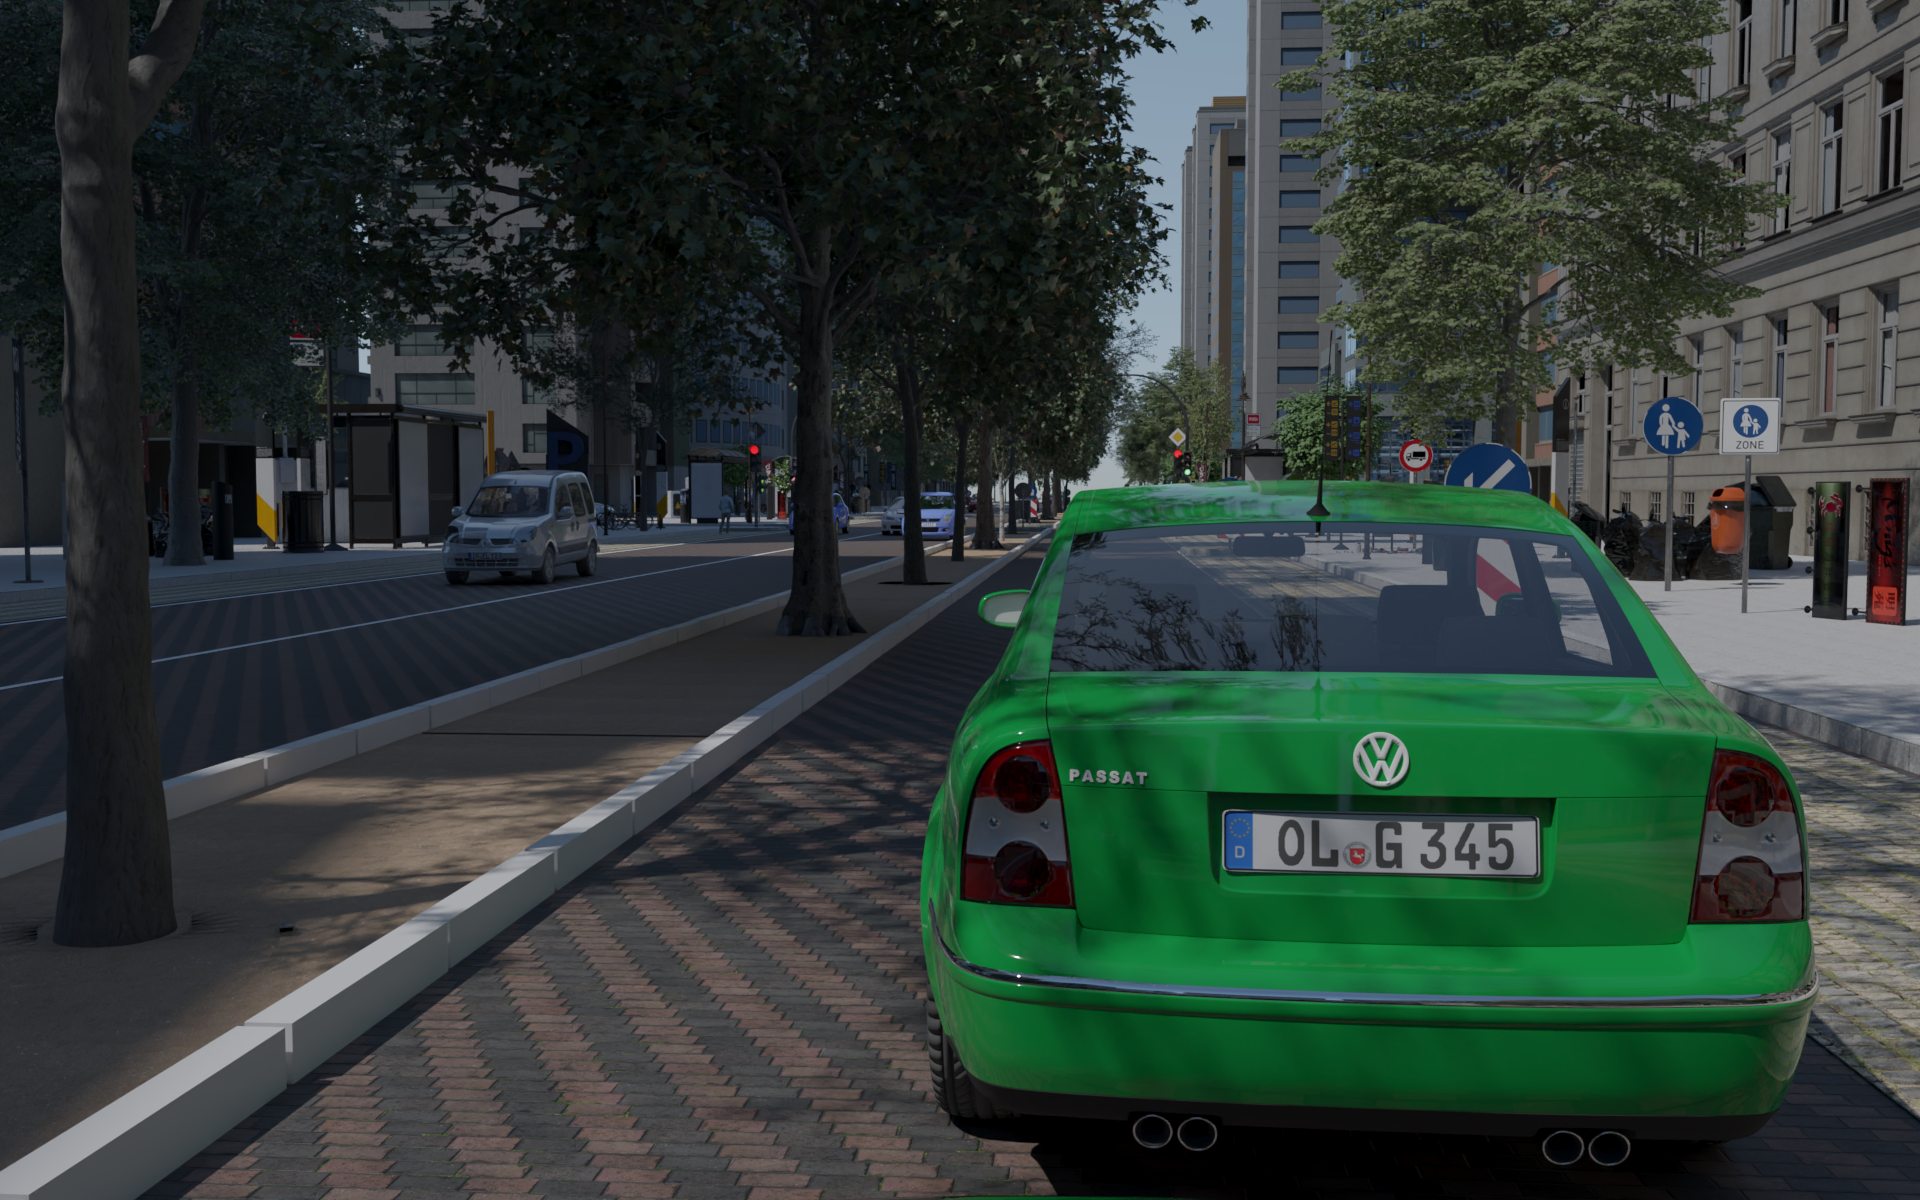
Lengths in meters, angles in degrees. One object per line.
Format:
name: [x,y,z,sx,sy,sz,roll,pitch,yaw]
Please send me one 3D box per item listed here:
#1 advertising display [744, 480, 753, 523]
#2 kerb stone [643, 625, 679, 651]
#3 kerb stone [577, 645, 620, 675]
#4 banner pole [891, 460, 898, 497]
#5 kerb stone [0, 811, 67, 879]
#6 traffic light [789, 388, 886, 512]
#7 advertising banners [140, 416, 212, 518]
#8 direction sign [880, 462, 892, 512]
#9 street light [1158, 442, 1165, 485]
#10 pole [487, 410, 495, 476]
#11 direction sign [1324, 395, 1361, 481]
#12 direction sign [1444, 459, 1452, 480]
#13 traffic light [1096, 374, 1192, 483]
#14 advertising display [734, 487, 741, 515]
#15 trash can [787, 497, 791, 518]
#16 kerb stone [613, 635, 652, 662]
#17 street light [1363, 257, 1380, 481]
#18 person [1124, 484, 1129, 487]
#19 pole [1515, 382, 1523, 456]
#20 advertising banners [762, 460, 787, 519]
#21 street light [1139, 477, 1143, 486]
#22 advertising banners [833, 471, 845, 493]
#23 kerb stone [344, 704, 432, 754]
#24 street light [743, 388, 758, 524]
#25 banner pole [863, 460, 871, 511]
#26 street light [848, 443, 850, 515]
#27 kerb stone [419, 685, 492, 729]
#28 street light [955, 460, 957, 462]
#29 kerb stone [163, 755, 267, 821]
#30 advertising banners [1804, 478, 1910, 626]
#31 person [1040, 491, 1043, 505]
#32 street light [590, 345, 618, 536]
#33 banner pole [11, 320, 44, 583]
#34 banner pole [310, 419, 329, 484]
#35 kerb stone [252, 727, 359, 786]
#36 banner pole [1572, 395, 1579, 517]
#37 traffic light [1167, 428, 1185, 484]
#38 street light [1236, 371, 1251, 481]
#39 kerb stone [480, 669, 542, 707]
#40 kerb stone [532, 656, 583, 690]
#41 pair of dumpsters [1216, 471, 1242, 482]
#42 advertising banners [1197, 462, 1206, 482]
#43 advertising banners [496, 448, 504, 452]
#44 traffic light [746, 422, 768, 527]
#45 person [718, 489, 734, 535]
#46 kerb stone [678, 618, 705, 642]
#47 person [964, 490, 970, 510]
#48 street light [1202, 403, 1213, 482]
advertising display: [-9.526,-4.466,78.235,0.123,1.923,0.974,1,4,9]
kerb stone: [-2.812,0.373,16.095,0.120,0.150,1.000,0,4,5]
kerb stone: [-2.975,0.504,14.056,0.120,0.150,1.000,0,4,5]
banner pole: [-4.775,-8.398,127.317,0.863,3.779,0.401,3,4,36]
kerb stone: [-3.568,0.935,6.903,0.120,0.150,1.000,0,4,5]
traffic light: [-5.106,-6.115,74.648,4.771,5.953,1.251,0,4,5]
advertising banners: [-17.789,-2.626,39.123,0.090,3.025,2.074,3,5,43]
direction sign: [-5.244,-7.977,122.413,0.876,3.537,0.379,0,4,3]
street light: [17.435,-10.706,147.827,0.468,5.910,1.993,0,4,5]
pole: [-11.455,-2.967,42.347,0.158,3.312,0.155,0,3,0]
direction sign: [8.790,-2.927,39.851,0.876,3.537,0.379,-1,4,-11]
direction sign: [31.455,-7.276,110.967,0.876,3.537,0.379,0,4,6]
traffic light: [6.461,-5.557,65.526,4.771,5.953,1.251,0,4,5]
advertising display: [-13.554,-6.131,105.454,0.123,1.923,0.974,1,4,12]
trash can: [-8.728,-4.822,90.497,0.748,1.137,0.748,0,3,0]
kerb stone: [-2.893,0.441,15.075,0.120,0.150,1.000,0,4,5]
street light: [7.988,-3.733,33.828,0.468,5.910,1.993,0,4,5]
person: [5.976,-3.259,61.967,0.419,1.800,0.721,1,4,12]
pole: [10.149,-2.314,31.679,0.158,3.312,0.155,0,3,0]
advertising banners: [-9.090,-5.658,88.693,2.074,3.025,0.090,0,4,-3]
street light: [25.381,-16.633,244.736,0.468,5.910,1.993,0,4,5]
advertising banners: [-9.829,-8.409,133.676,2.074,3.025,0.090,-1,4,-19]
kerb stone: [-3.308,0.748,9.967,0.120,0.150,1.000,0,4,5]
street light: [-9.139,-6.267,75.248,0.468,5.910,1.993,0,4,5]
banner pole: [-6.819,-8.454,128.247,0.863,3.779,0.401,3,4,37]
street light: [-6.779,-8.118,105.511,0.468,5.910,1.993,0,4,5]
kerb stone: [-3.221,0.685,10.996,0.120,0.150,1.000,0,4,5]
street light: [-0.335,-12.889,183.519,0.468,5.910,1.993,0,4,5]
kerb stone: [-3.481,0.873,7.921,0.120,0.150,1.000,0,4,5]
advertising banners: [9.105,-1.272,16.991,0.090,3.025,2.074,-1,4,-14]
person: [11.391,-14.005,237.420,1.348,1.831,0.705,3,5,44]
street light: [-10.974,-4.937,53.501,0.468,5.910,1.993,0,4,5]
banner pole: [-13.414,-2.124,24.742,0.401,3.779,0.863,-1,4,-18]
banner pole: [-18.541,-3.702,50.538,0.863,3.779,0.401,-3,4,-38]
kerb stone: [-3.392,0.811,8.941,0.120,0.150,1.000,0,4,5]
banner pole: [15.486,-3.279,43.623,0.401,3.779,0.863,1,4,19]
traffic light: [9.209,-5.170,73.454,0.839,4.253,0.868,0,4,5]
street light: [10.612,-5.638,64.961,0.468,5.910,1.993,0,4,5]
kerb stone: [-3.141,0.623,12.015,0.120,0.150,1.000,0,4,5]
kerb stone: [-3.063,0.560,13.037,0.120,0.150,1.000,0,4,5]
pair of dumpsters: [11.859,-4.503,76.115,1.574,2.255,4.437,0,4,5]
advertising banners: [14.119,-6.097,95.877,2.074,3.025,0.090,0,4,6]
advertising banners: [-17.606,-4.193,64.742,0.090,3.025,2.074,1,4,18]
traffic light: [-7.854,-4.765,66.826,0.839,4.253,0.868,0,4,5]
person: [-8.129,-3.052,60.216,0.589,1.601,0.330,1,4,19]
kerb stone: [-2.720,0.316,17.114,0.120,0.150,1.000,0,4,5]
person: [0.633,-9.184,158.522,0.599,1.838,0.709,1,4,20]
street light: [12.313,-6.953,86.465,0.468,5.910,1.993,0,4,5]
